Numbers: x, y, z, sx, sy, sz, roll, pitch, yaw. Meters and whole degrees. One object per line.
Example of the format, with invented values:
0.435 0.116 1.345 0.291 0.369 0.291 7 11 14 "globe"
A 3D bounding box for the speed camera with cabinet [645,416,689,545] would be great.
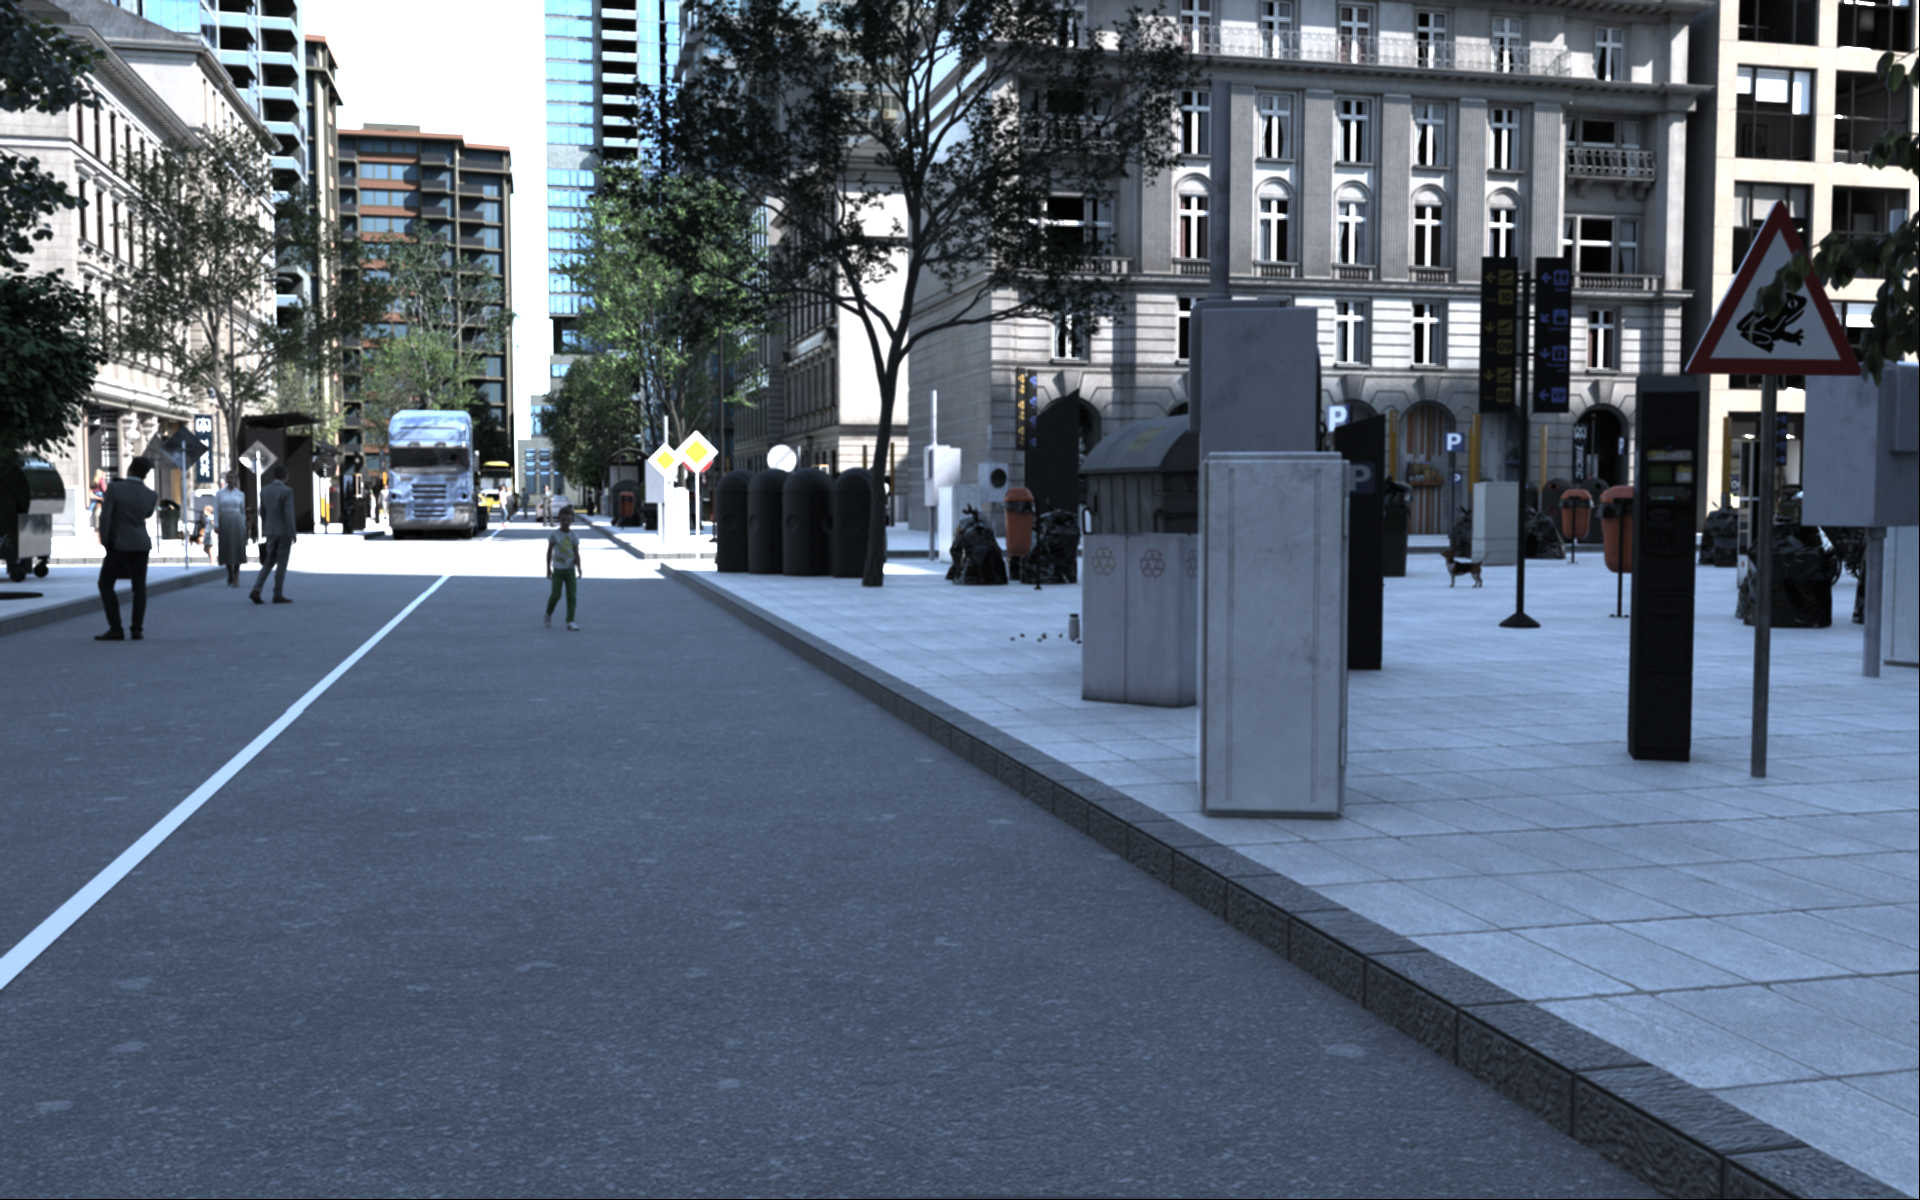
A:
-7.557 -3.076 44.630 0.660 3.252 2.038 0 4 7 "speed camera with cabinet"

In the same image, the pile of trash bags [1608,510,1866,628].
8.165 -0.469 17.422 3.447 1.369 1.912 3 4 36 "pile of trash bags"

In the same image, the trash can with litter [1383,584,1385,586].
4.670 -0.806 24.241 2.233 1.210 1.678 3 4 36 "trash can with litter"

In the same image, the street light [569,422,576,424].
-24.480 -8.524 111.907 1.470 5.913 1.316 -1 4 -14 "street light"

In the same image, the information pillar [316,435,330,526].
-25.396 -4.751 69.028 0.183 3.616 0.504 2 4 29 "information pillar"

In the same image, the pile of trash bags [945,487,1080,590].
0.774 -0.915 24.717 1.912 1.369 3.447 0 4 -2 "pile of trash bags"

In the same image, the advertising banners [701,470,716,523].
-11.090 -4.994 77.844 0.090 3.025 2.074 -3 5 -41 "advertising banners"

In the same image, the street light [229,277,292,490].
-14.998 -3.951 37.141 1.470 5.913 1.316 -1 4 -14 "street light"

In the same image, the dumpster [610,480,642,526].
-13.562 -3.952 70.368 1.264 1.857 1.865 -1 4 -14 "dumpster"

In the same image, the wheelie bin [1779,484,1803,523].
26.859 -2.933 55.869 0.980 1.594 0.693 3 5 43 "wheelie bin"

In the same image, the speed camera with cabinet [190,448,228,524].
-31.726 -4.859 73.776 0.660 3.252 2.038 2 4 34 "speed camera with cabinet"

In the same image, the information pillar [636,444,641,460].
-15.126 -5.540 81.936 0.183 3.616 0.504 3 4 36 "information pillar"

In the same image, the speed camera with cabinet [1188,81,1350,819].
1.359 -0.819 7.728 0.660 3.252 2.038 0 4 7 "speed camera with cabinet"

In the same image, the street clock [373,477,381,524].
-24.922 -4.248 74.029 0.358 2.002 0.471 -2 4 -32 "street clock"

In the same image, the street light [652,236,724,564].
-4.895 -3.605 31.484 1.470 5.913 1.316 -1 4 -14 "street light"

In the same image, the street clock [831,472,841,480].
-4.084 -3.268 57.995 0.471 2.002 0.358 -3 5 -42 "street clock"

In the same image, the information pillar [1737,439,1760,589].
10.691 -1.150 23.298 0.304 2.012 0.304 0 4 -3 "information pillar"

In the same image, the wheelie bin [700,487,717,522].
-11.525 -4.402 79.883 0.980 1.594 0.693 1 4 11 "wheelie bin"

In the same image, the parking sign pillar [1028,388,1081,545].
2.358 -3.399 44.047 1.447 3.967 1.447 0 4 -4 "parking sign pillar"

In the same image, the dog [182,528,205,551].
-17.321 -1.369 39.213 0.540 0.507 0.406 -2 4 -24 "dog"

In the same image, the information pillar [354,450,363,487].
-31.899 -6.151 91.923 0.504 3.616 0.183 -3 5 -44 "information pillar"

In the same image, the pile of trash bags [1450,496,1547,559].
11.662 -1.533 34.817 3.447 1.369 1.912 1 4 8 "pile of trash bags"

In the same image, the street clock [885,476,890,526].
-2.927 -3.962 69.355 0.358 2.002 0.471 -1 4 -10 "street clock"

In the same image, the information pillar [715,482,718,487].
-14.988 -6.268 106.974 0.304 2.012 0.304 2 4 24 "information pillar"

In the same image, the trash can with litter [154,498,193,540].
-21.947 -2.258 48.313 0.624 1.170 1.055 1 4 12 "trash can with litter"

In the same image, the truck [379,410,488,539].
-18.352 -4.397 61.647 2.967 4.110 18.799 -1 4 -13 "truck"

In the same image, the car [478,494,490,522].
-24.570 -4.684 86.809 2.015 1.641 3.980 -1 4 -12 "car"

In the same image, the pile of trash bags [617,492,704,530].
-11.788 -3.554 67.864 3.447 1.369 1.912 1 4 14 "pile of trash bags"

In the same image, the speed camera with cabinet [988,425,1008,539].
0.372 -3.332 48.821 2.038 3.252 0.660 -2 4 -33 "speed camera with cabinet"

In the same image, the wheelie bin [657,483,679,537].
-8.237 -2.536 49.376 0.693 1.594 0.980 1 4 14 "wheelie bin"

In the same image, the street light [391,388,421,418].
-24.329 -6.328 76.000 1.470 5.913 1.316 -1 4 -14 "street light"

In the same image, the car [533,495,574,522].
-21.100 -4.754 90.090 2.083 1.381 4.827 -1 4 -15 "car"

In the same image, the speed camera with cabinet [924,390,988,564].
-0.139 -2.335 32.520 0.660 3.252 2.038 -1 4 -16 "speed camera with cabinet"

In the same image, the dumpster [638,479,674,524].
-13.052 -4.392 74.304 1.502 2.255 1.985 -1 4 -13 "dumpster"

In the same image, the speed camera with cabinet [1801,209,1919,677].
7.010 -1.122 12.680 2.038 3.252 0.660 -2 4 -33 "speed camera with cabinet"

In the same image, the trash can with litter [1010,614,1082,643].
1.545 -0.228 14.787 1.678 1.210 2.233 -2 4 -25 "trash can with litter"

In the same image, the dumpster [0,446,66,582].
-14.335 -1.419 25.687 1.502 2.255 1.985 -1 4 -13 "dumpster"

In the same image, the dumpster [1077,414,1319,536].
1.713 -0.412 12.497 1.264 1.857 1.865 -1 4 -14 "dumpster"

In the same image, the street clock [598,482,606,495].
-21.001 -5.939 101.665 0.471 2.002 0.358 0 4 -3 "street clock"

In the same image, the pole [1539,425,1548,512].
17.298 -3.520 51.394 0.158 3.312 0.155 0 3 0 "pole"

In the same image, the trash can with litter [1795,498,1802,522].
26.091 -2.561 53.263 0.624 1.170 1.055 1 4 10 "trash can with litter"

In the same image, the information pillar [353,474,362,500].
-22.618 -3.694 64.884 0.304 2.012 0.304 1 4 15 "information pillar"

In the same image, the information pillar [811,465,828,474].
-3.547 -2.411 43.914 0.304 2.012 0.304 3 4 39 "information pillar"

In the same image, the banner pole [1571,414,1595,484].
19.501 -3.918 54.083 0.863 3.779 0.401 0 4 2 "banner pole"

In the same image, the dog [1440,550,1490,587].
6.953 -0.431 23.875 0.540 0.507 0.406 -1 4 -17 "dog"

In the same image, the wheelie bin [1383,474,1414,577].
6.726 -1.173 27.091 0.693 1.594 0.980 1 4 16 "wheelie bin"

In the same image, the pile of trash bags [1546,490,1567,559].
12.721 -1.339 31.643 3.447 1.369 1.912 2 4 28 "pile of trash bags"

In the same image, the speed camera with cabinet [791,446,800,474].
-7.334 -4.741 71.847 2.038 3.252 0.660 2 4 35 "speed camera with cabinet"

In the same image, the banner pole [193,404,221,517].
-20.781 -3.549 48.037 0.863 3.779 0.401 -3 5 -41 "banner pole"

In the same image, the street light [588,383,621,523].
-14.873 -6.130 72.763 1.470 5.913 1.316 -1 4 -14 "street light"

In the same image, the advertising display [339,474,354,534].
-19.663 -3.080 55.576 0.123 1.923 0.974 0 4 0 "advertising display"
